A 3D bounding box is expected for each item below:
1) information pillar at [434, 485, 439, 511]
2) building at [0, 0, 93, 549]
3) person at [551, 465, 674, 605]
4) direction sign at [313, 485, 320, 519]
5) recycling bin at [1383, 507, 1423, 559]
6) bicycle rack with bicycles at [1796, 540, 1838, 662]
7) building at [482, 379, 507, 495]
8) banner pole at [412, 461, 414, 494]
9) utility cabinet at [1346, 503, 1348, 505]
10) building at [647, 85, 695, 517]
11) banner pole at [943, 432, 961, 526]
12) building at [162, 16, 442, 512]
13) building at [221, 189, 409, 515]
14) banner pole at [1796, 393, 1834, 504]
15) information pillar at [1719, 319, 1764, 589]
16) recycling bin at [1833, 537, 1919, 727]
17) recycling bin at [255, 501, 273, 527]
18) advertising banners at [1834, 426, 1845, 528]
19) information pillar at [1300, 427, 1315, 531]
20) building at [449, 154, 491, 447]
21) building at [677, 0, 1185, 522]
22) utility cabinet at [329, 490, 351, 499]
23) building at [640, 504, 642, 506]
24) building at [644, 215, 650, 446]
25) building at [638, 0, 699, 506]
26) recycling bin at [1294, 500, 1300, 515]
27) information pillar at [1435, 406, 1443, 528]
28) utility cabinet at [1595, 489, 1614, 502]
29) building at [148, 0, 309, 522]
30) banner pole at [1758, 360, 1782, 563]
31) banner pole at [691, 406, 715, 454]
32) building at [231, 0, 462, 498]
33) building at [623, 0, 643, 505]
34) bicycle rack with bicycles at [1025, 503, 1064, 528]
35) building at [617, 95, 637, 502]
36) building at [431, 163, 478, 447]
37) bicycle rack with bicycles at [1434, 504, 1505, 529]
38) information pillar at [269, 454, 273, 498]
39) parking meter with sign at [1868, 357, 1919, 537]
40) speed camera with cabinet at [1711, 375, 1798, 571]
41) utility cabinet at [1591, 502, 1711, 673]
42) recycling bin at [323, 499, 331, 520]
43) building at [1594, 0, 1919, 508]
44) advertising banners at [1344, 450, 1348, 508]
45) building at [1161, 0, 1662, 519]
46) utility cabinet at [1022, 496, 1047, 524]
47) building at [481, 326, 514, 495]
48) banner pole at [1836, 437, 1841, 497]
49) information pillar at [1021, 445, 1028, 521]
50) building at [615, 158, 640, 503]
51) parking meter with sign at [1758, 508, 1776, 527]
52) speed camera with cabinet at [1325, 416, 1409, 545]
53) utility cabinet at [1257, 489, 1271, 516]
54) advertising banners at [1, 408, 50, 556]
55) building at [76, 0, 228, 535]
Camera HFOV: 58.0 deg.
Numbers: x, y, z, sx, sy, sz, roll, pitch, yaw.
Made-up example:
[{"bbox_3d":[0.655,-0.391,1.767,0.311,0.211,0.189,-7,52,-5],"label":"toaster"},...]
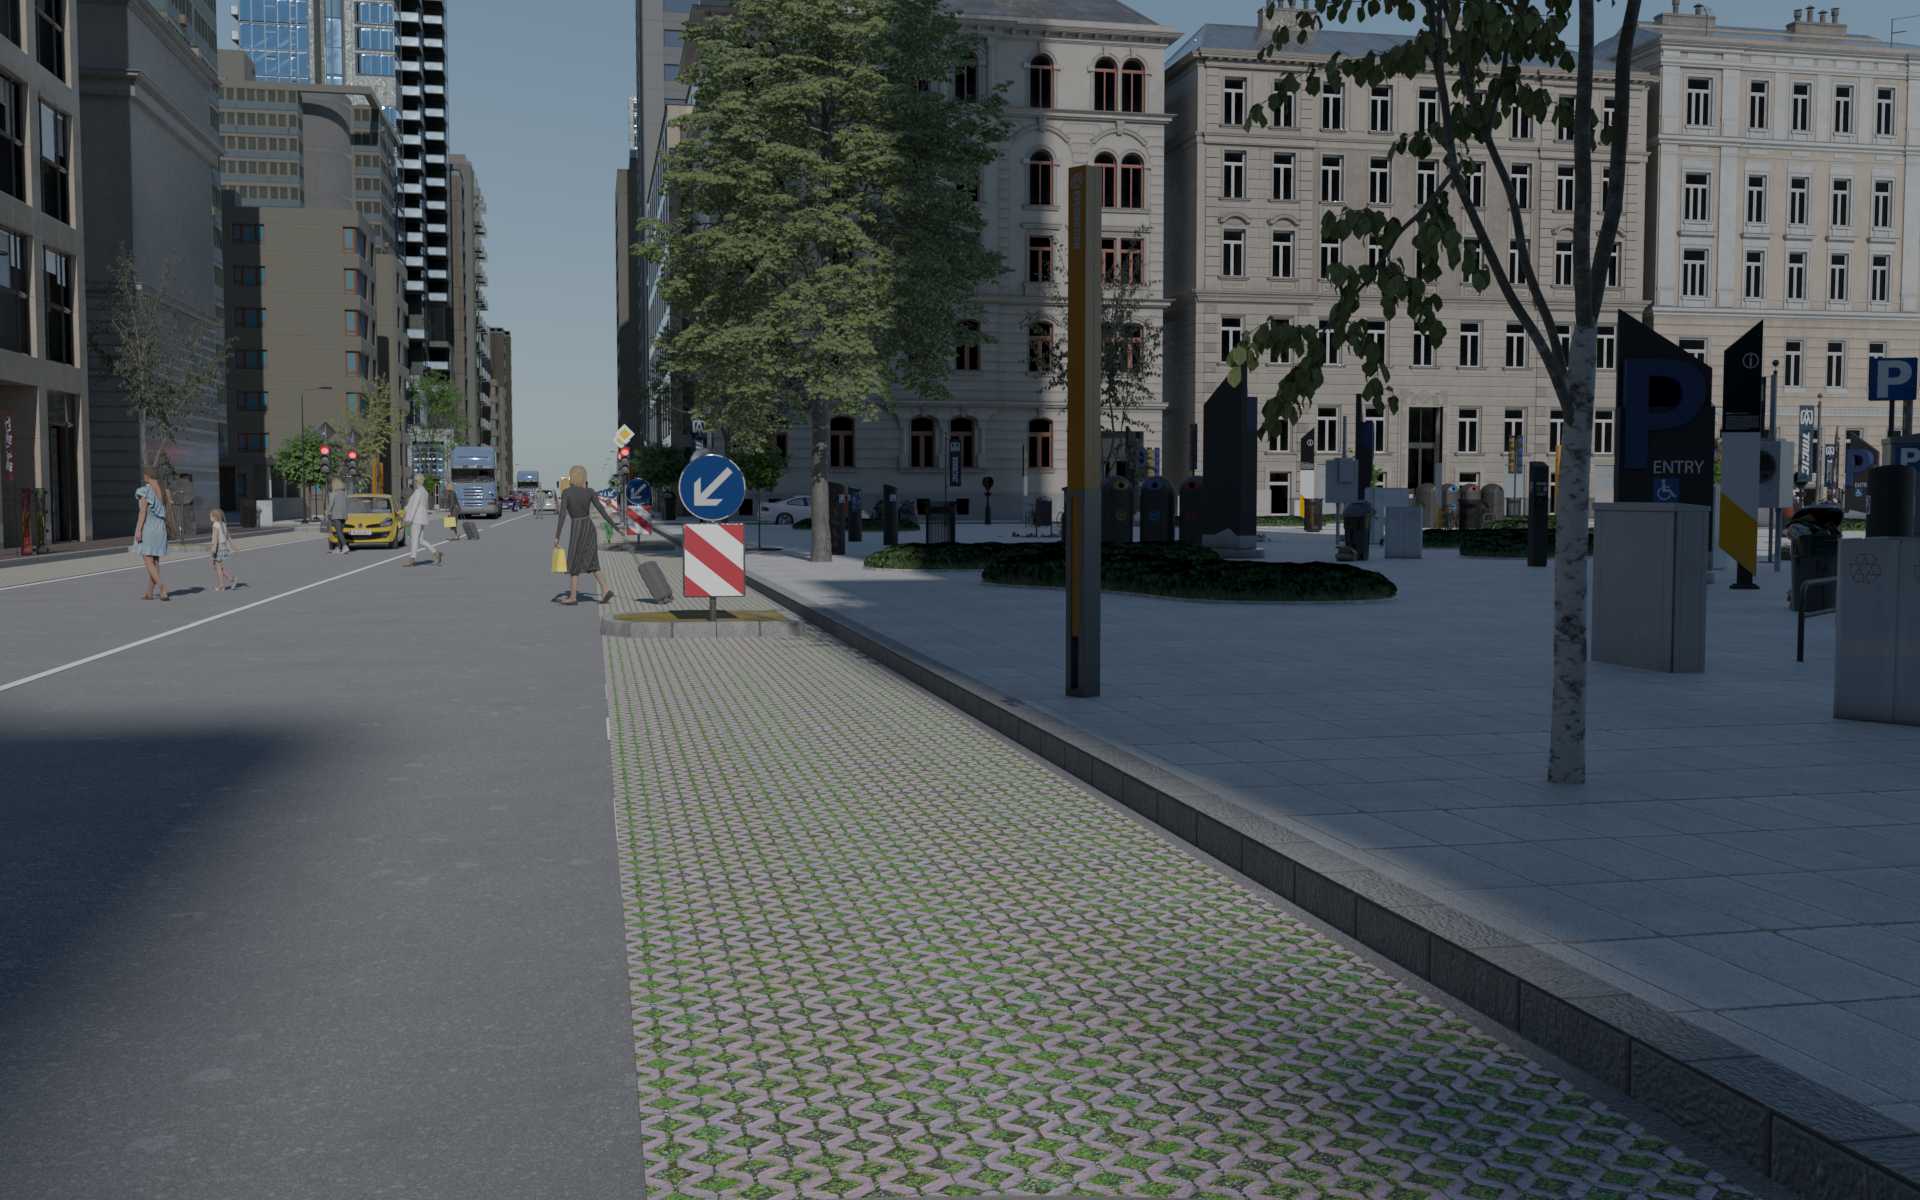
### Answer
[{"bbox_3d":[-40.453,-7.910,133.813,0.304,2.012,0.304,-3,5,-42],"label":"information pillar"},{"bbox_3d":[-29.676,-13.680,28.190,19.350,26.468,34.151,-1,4,-12],"label":"building"},{"bbox_3d":[-4.504,-0.831,22.304,1.509,1.804,0.699,0,4,3],"label":"person"},{"bbox_3d":[-32.635,-5.855,87.730,0.379,3.537,0.876,2,4,33],"label":"direction sign"},{"bbox_3d":[8.882,-1.356,34.732,0.722,1.027,0.722,1,4,11],"label":"recycling bin"},{"bbox_3d":[7.885,-0.001,13.405,2.852,0.926,2.925,3,5,41],"label":"bicycle rack with bicycles"},{"bbox_3d":[-86.081,-26.094,271.672,27.650,21.520,28.899,-1,4,-12],"label":"building"},{"bbox_3d":[-41.252,-8.600,130.624,0.401,3.779,0.863,-2,4,-25],"label":"banner pole"},{"bbox_3d":[12.331,-2.556,52.952,1.020,1.237,0.306,0,4,-3],"label":"utility cabinet"},{"bbox_3d":[-10.614,-19.087,116.588,19.350,26.468,34.151,-1,4,-12],"label":"building"},{"bbox_3d":[-0.344,-4.856,69.413,0.863,3.779,0.401,1,4,11],"label":"banner pole"},{"bbox_3d":[-64.180,-28.373,155.776,32.217,40.220,23.993,-1,4,-12],"label":"building"},{"bbox_3d":[-53.108,-16.632,116.966,27.650,21.520,28.899,-1,4,-12],"label":"building"},{"bbox_3d":[21.112,-3.240,42.997,0.863,3.779,0.401,-1,4,-18],"label":"banner pole"},{"bbox_3d":[10.520,-1.955,23.311,0.504,3.616,0.183,1,4,10],"label":"information pillar"},{"bbox_3d":[5.486,0.166,9.837,0.722,1.027,0.722,-3,4,-39],"label":"recycling bin"},{"bbox_3d":[-27.246,-3.358,67.461,0.722,1.027,0.722,-3,4,-38],"label":"recycling bin"},{"bbox_3d":[22.168,-2.905,43.691,0.090,3.025,2.074,1,4,22],"label":"advertising banners"},{"bbox_3d":[12.099,-4.216,60.292,0.504,3.616,0.183,0,4,7],"label":"information pillar"},{"bbox_3d":[-77.829,-38.085,242.300,23.786,49.044,30.456,-1,4,-12],"label":"building"},{"bbox_3d":[-2.102,-18.411,88.406,23.554,28.519,14.401,-1,4,-12],"label":"building"},{"bbox_3d":[-36.193,-5.657,101.163,1.173,1.500,0.318,0,4,6],"label":"utility cabinet"},{"bbox_3d":[-20.167,-30.859,196.424,32.217,40.220,23.993,-1,4,-12],"label":"building"},{"bbox_3d":[-18.929,-21.836,142.917,13.634,28.700,20.117,-1,4,-12],"label":"building"},{"bbox_3d":[-20.540,-38.358,169.146,21.231,58.520,28.212,-1,4,-12],"label":"building"},{"bbox_3d":[13.987,-3.554,70.663,0.722,1.027,0.722,1,4,11],"label":"recycling bin"},{"bbox_3d":[12.861,-3.374,46.519,0.183,3.616,0.504,0,4,4],"label":"information pillar"},{"bbox_3d":[26.375,-3.765,70.236,1.173,1.500,0.318,3,5,45],"label":"utility cabinet"},{"bbox_3d":[-49.385,-23.863,82.033,32.217,40.220,23.993,-1,4,-12],"label":"building"},{"bbox_3d":[15.021,-2.599,32.509,0.401,3.779,0.863,-3,5,-43],"label":"banner pole"},{"bbox_3d":[-7.214,-3.610,49.040,0.863,3.779,0.401,-2,4,-23],"label":"banner pole"},{"bbox_3d":[-64.492,-53.226,182.921,22.319,86.520,31.000,-1,4,-12],"label":"building"},{"bbox_3d":[-31.731,-47.556,215.787,20.563,71.187,20.611,-1,4,-12],"label":"building"},{"bbox_3d":[3.526,-3.270,66.854,2.852,0.926,2.925,2,4,28],"label":"bicycle rack with bicycles"},{"bbox_3d":[-42.679,-58.664,271.833,22.319,86.520,31.000,-1,4,-12],"label":"building"},{"bbox_3d":[-65.645,-32.046,207.538,14.154,41.232,14.086,-1,4,-12],"label":"building"},{"bbox_3d":[17.831,-2.927,61.239,2.852,0.926,2.925,3,5,41],"label":"bicycle rack with bicycles"},{"bbox_3d":[-40.379,-6.754,101.789,0.504,3.616,0.183,2,4,24],"label":"information pillar"},{"bbox_3d":[11.661,-1.540,21.432,0.543,3.016,1.738,1,4,19],"label":"parking meter with sign"},{"bbox_3d":[12.890,-2.131,29.181,0.660,3.252,2.038,-3,5,-41],"label":"speed camera with cabinet"},{"bbox_3d":[5.115,-0.104,12.867,0.306,1.237,1.020,-1,4,-13],"label":"utility cabinet"},{"bbox_3d":[-31.265,-4.509,86.271,0.722,1.027,0.722,-2,4,-30],"label":"recycling bin"},{"bbox_3d":[44.007,-19.041,97.227,20.117,28.700,13.634,-1,4,-12],"label":"building"},{"bbox_3d":[15.201,-4.402,68.158,0.090,3.025,2.074,1,4,15],"label":"advertising banners"},{"bbox_3d":[22.077,-18.009,91.706,25.104,27.353,12.463,-1,4,-12],"label":"building"},{"bbox_3d":[3.185,-3.841,73.956,1.020,1.237,0.306,0,4,4],"label":"utility cabinet"},{"bbox_3d":[-83.489,-31.939,293.896,14.160,30.474,14.107,-1,4,-12],"label":"building"},{"bbox_3d":[38.385,-5.270,76.179,0.863,3.779,0.401,0,4,-5],"label":"banner pole"},{"bbox_3d":[3.080,-5.554,82.162,0.183,3.616,0.504,1,4,22],"label":"information pillar"},{"bbox_3d":[-37.924,-38.116,246.896,21.300,48.544,21.600,-1,4,-12],"label":"building"},{"bbox_3d":[31.095,-4.311,66.742,1.738,3.016,0.543,1,4,21],"label":"parking meter with sign"},{"bbox_3d":[10.373,-3.045,44.115,2.038,3.252,0.660,-1,4,-9],"label":"speed camera with cabinet"},{"bbox_3d":[14.328,-4.558,83.200,1.173,1.500,0.318,2,4,23],"label":"utility cabinet"},{"bbox_3d":[-19.509,-2.444,36.145,0.090,3.025,2.074,0,4,-6],"label":"advertising banners"},{"bbox_3d":[-38.165,-13.162,57.007,24.055,21.916,13.314,-1,4,-12],"label":"building"}]
